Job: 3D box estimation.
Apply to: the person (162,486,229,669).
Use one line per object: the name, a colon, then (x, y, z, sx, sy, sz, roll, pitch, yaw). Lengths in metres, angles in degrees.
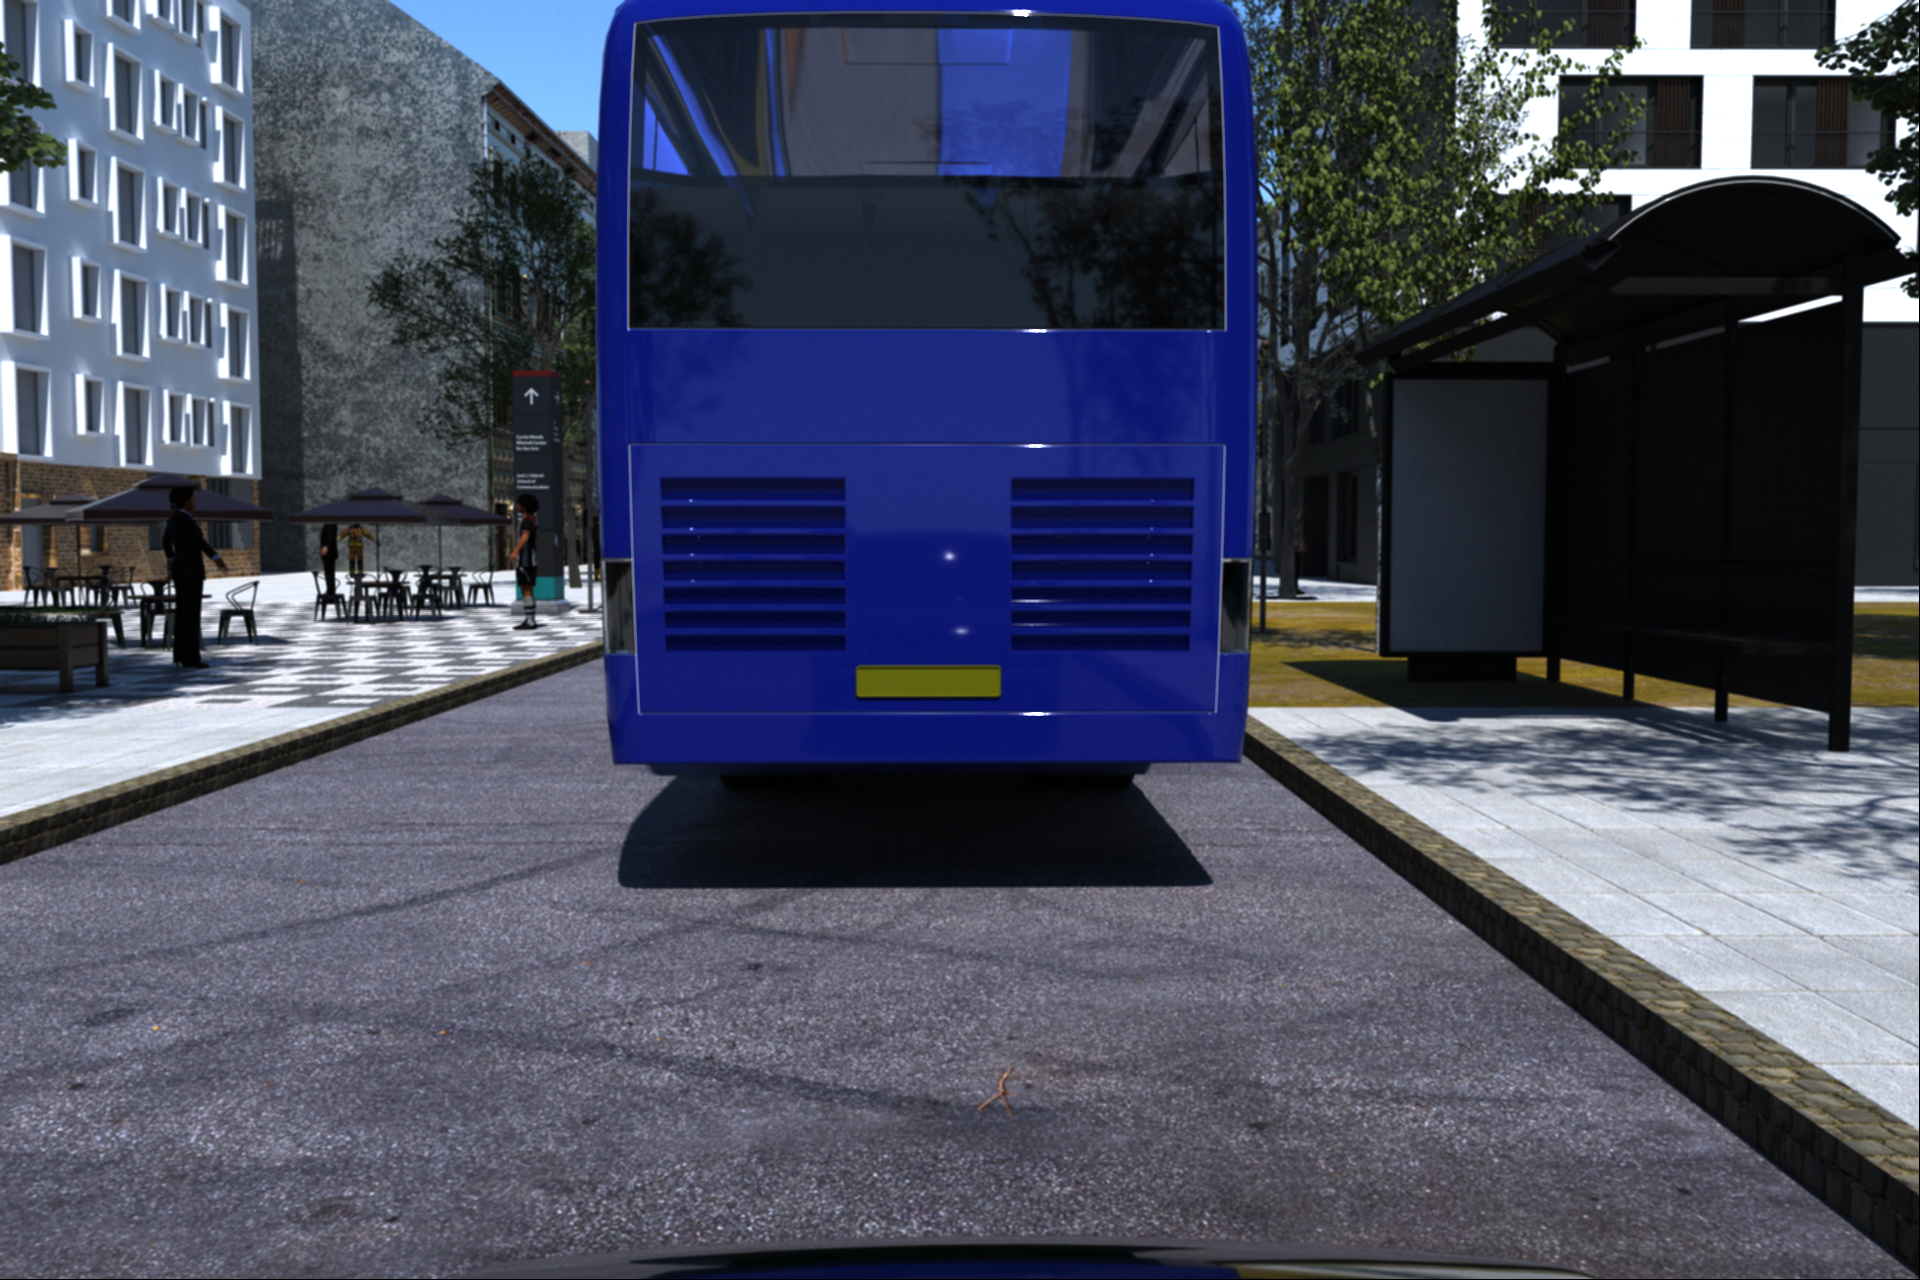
person: (-7.355, -0.607, 16.648, 1.216, 1.740, 0.721, 3, 5, 44)

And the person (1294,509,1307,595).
person: (7.187, -1.880, 36.863, 0.705, 1.813, 1.348, 1, 4, 19)

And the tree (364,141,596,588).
tree: (-9.390, -6.531, 41.192, 7.601, 10.594, 8.767, 3, 5, 43)

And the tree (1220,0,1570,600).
tree: (6.521, -7.533, 33.542, 12.009, 13.543, 11.850, 0, 3, 0)

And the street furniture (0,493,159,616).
street furniture: (-26.605, -1.092, 22.883, 27.439, 1.986, 14.083, 0, 4, -7)

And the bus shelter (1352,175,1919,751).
bus shelter: (4.474, -1.141, 12.576, 2.014, 3.302, 5.546, 0, 4, 0)

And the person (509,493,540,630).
person: (-5.843, -1.047, 23.257, 0.704, 1.843, 1.345, 0, 4, -6)

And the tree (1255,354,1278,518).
tree: (6.837, -6.027, 48.902, 4.737, 8.622, 4.395, 0, 3, 0)

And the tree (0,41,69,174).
tree: (-8.759, -5.539, 8.684, 7.486, 12.596, 7.792, 0, 3, 0)

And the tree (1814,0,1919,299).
tree: (13.199, -6.712, 16.396, 9.857, 13.997, 8.962, 0, 3, 0)

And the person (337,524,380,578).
person: (-17.743, -2.759, 50.874, 1.354, 1.858, 0.705, -2, 4, -29)

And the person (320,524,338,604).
person: (-11.578, -1.560, 31.695, 0.705, 1.806, 1.347, -1, 4, -21)

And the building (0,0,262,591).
building: (-26.319, -11.203, 39.594, 16.016, 20.090, 11.380, 0, 4, 0)

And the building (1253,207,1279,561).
building: (24.210, -15.665, 87.054, 19.493, 23.208, 18.063, 0, 4, 0)

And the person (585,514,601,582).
person: (-9.673, -2.475, 46.600, 1.346, 1.812, 0.704, 3, 4, 38)

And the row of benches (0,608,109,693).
row of benches: (-9.246, 0.068, 14.350, 4.104, 0.672, 1.422, 0, 4, 2)

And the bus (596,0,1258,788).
bus: (-0.245, -1.288, 12.610, 2.896, 3.916, 12.251, 0, 4, -1)

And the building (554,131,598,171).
building: (-24.803, -13.793, 91.977, 16.747, 18.905, 31.486, 0, 4, -1)

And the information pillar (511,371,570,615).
information pillar: (-6.754, -2.349, 27.786, 0.750, 3.857, 0.750, 0, 4, 2)

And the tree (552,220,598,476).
tree: (-8.945, -8.271, 53.365, 7.486, 12.596, 7.792, 0, 3, 0)

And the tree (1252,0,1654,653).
tree: (4.667, -4.152, 18.248, 4.737, 8.622, 4.395, 0, 3, 0)

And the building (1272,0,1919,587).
building: (24.113, -13.083, 57.888, 27.936, 21.610, 32.646, 0, 4, 0)

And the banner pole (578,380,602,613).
banner pole: (-6.039, -2.351, 28.458, 0.401, 3.779, 0.863, 0, 4, 1)

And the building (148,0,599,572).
building: (-24.959, -14.431, 66.871, 19.493, 23.208, 18.063, 0, 4, 1)

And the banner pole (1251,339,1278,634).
banner pole: (3.930, -1.965, 22.150, 0.401, 3.779, 0.863, 0, 4, 0)
